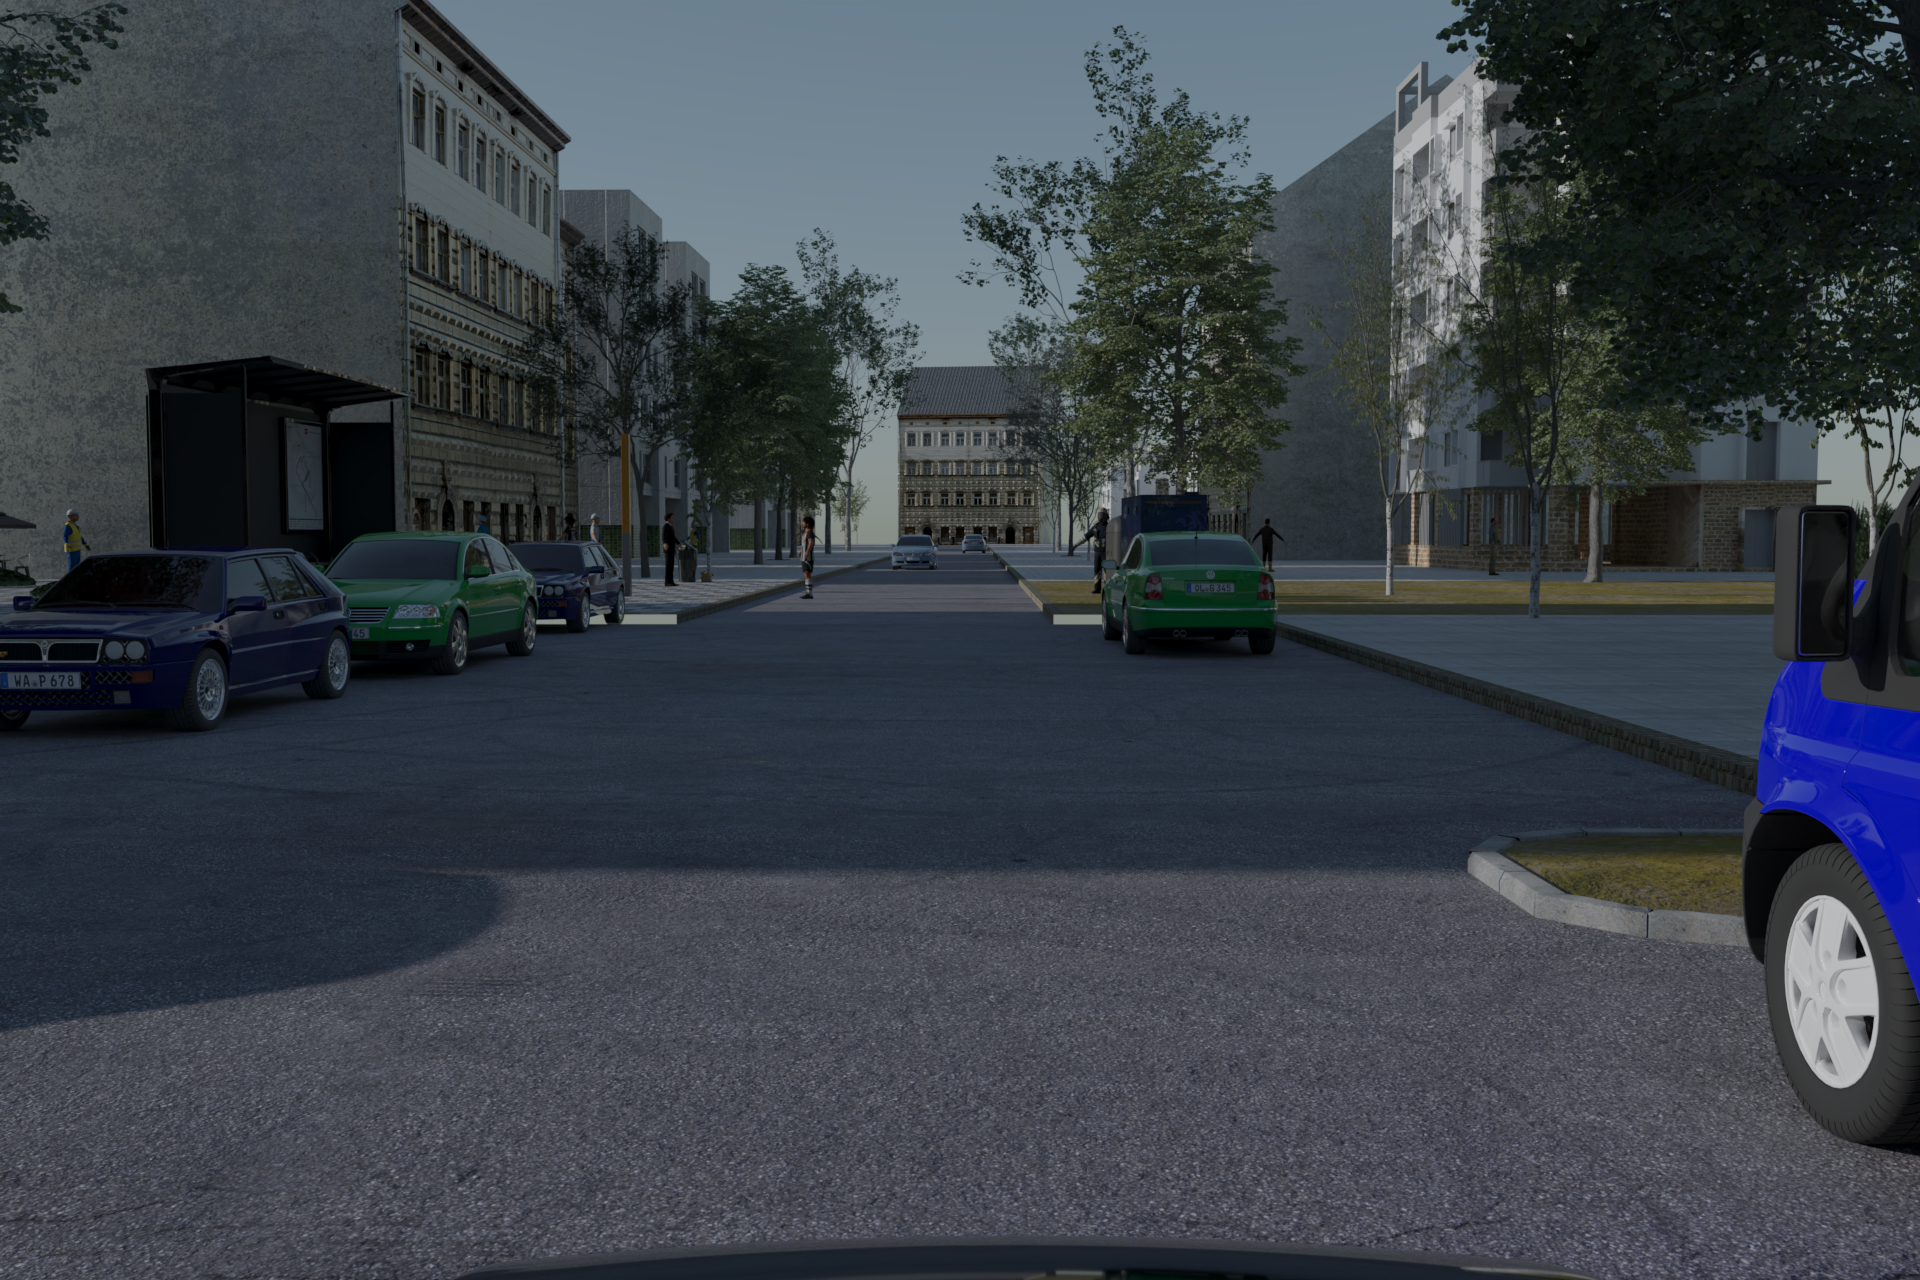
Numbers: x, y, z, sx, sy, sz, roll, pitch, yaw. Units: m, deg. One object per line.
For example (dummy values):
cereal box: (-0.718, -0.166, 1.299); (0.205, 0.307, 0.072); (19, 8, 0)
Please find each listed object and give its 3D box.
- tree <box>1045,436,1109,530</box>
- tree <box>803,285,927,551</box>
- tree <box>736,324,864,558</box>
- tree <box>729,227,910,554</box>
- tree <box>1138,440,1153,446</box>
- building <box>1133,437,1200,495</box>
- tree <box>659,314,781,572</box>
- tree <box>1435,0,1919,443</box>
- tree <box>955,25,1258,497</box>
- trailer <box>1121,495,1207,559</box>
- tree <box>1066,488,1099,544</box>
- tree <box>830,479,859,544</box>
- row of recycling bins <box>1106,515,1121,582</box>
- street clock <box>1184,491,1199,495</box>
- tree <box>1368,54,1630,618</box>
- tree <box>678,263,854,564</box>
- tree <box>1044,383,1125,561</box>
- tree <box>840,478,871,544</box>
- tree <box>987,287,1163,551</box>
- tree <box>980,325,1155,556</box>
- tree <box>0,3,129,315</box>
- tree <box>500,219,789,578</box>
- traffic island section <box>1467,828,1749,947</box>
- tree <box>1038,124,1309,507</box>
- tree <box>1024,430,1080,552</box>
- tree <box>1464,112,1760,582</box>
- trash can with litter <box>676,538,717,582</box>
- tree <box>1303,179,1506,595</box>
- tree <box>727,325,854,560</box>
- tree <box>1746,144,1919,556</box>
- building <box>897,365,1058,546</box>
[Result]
tree: (6.956, -9.859, 111.556); (4.360, 8.622, 3.978); (0, 3, 0)
tree: (-8.397, -16.789, 130.390); (12.611, 20.169, 13.585); (0, 3, 0)
tree: (-9.100, -10.744, 93.788); (7.486, 12.596, 7.792); (0, 3, 0)
tree: (-9.401, -15.541, 109.992); (12.611, 20.169, 13.585); (0, 3, 0)
tree: (24.481, -19.174, 223.871); (12.009, 13.543, 11.850); (0, 3, 0)
building: (21.434, -13.536, 163.466); (9.099, 9.664, 28.070); (0, 4, 1)
tree: (-8.442, -6.656, 59.186); (4.737, 8.622, 4.395); (0, 3, 0)
tree: (9.031, -6.652, 15.421); (9.857, 13.997, 8.962); (0, 3, 0)
tree: (5.755, -12.948, 67.596); (12.611, 20.169, 13.585); (0, 3, 0)
trailer: (3.066, -1.221, 27.006); (1.471, 1.999, 3.904); (0, 4, -1)
tree: (15.640, -16.569, 221.260); (4.737, 8.622, 4.395); (0, 3, 0)
tree: (-14.916, -16.536, 220.725); (4.737, 8.622, 4.395); (0, 3, 0)
row of recycling bins: (3.439, -1.663, 34.302); (1.069, 1.692, 3.534); (0, 4, -1)
street clock: (3.935, -1.523, 29.466); (0.358, 2.002, 0.471); (0, 4, 1)
tree: (9.017, -4.649, 26.370); (4.360, 8.622, 3.978); (0, 3, 0)
tree: (-8.258, -9.450, 72.630); (7.486, 12.596, 7.792); (0, 3, 0)
tree: (6.309, -8.141, 83.471); (4.360, 8.622, 3.978); (0, 3, 0)
tree: (-13.677, -16.833, 225.573); (4.737, 8.622, 4.395); (0, 3, 0)
tree: (8.733, -16.834, 131.118); (12.611, 20.169, 13.585); (0, 3, 0)
tree: (6.492, -11.571, 99.563); (12.009, 13.543, 11.850); (0, 3, 0)
tree: (-12.253, -6.587, 14.355); (9.857, 13.997, 8.962); (0, 3, 0)
tree: (-9.268, -7.124, 50.893); (8.767, 10.594, 7.601); (-1, 4, -10)
traffic island section: (3.143, 0.973, 6.953); (1.991, 0.108, 1.994); (0, 3, 0)
tree: (6.041, -8.012, 49.125); (7.486, 12.596, 7.792); (0, 3, 0)
tree: (6.571, -10.397, 120.351); (4.360, 8.622, 3.978); (0, 3, 0)
tree: (17.133, -7.827, 46.102); (7.486, 12.596, 7.792); (0, 3, 0)
trash can with litter: (-7.013, -2.122, 46.076); (1.055, 1.170, 0.624); (0, 4, 1)
tree: (9.095, -5.269, 36.514); (4.360, 8.622, 3.978); (0, 3, 0)
tree: (-8.791, -9.741, 85.013); (9.928, 11.665, 9.643); (0, 3, 0)
tree: (16.780, -4.982, 31.810); (4.737, 8.622, 4.395); (0, 3, 0)
building: (2.624, -23.951, 224.982); (18.063, 23.208, 19.493); (1, 4, 10)
